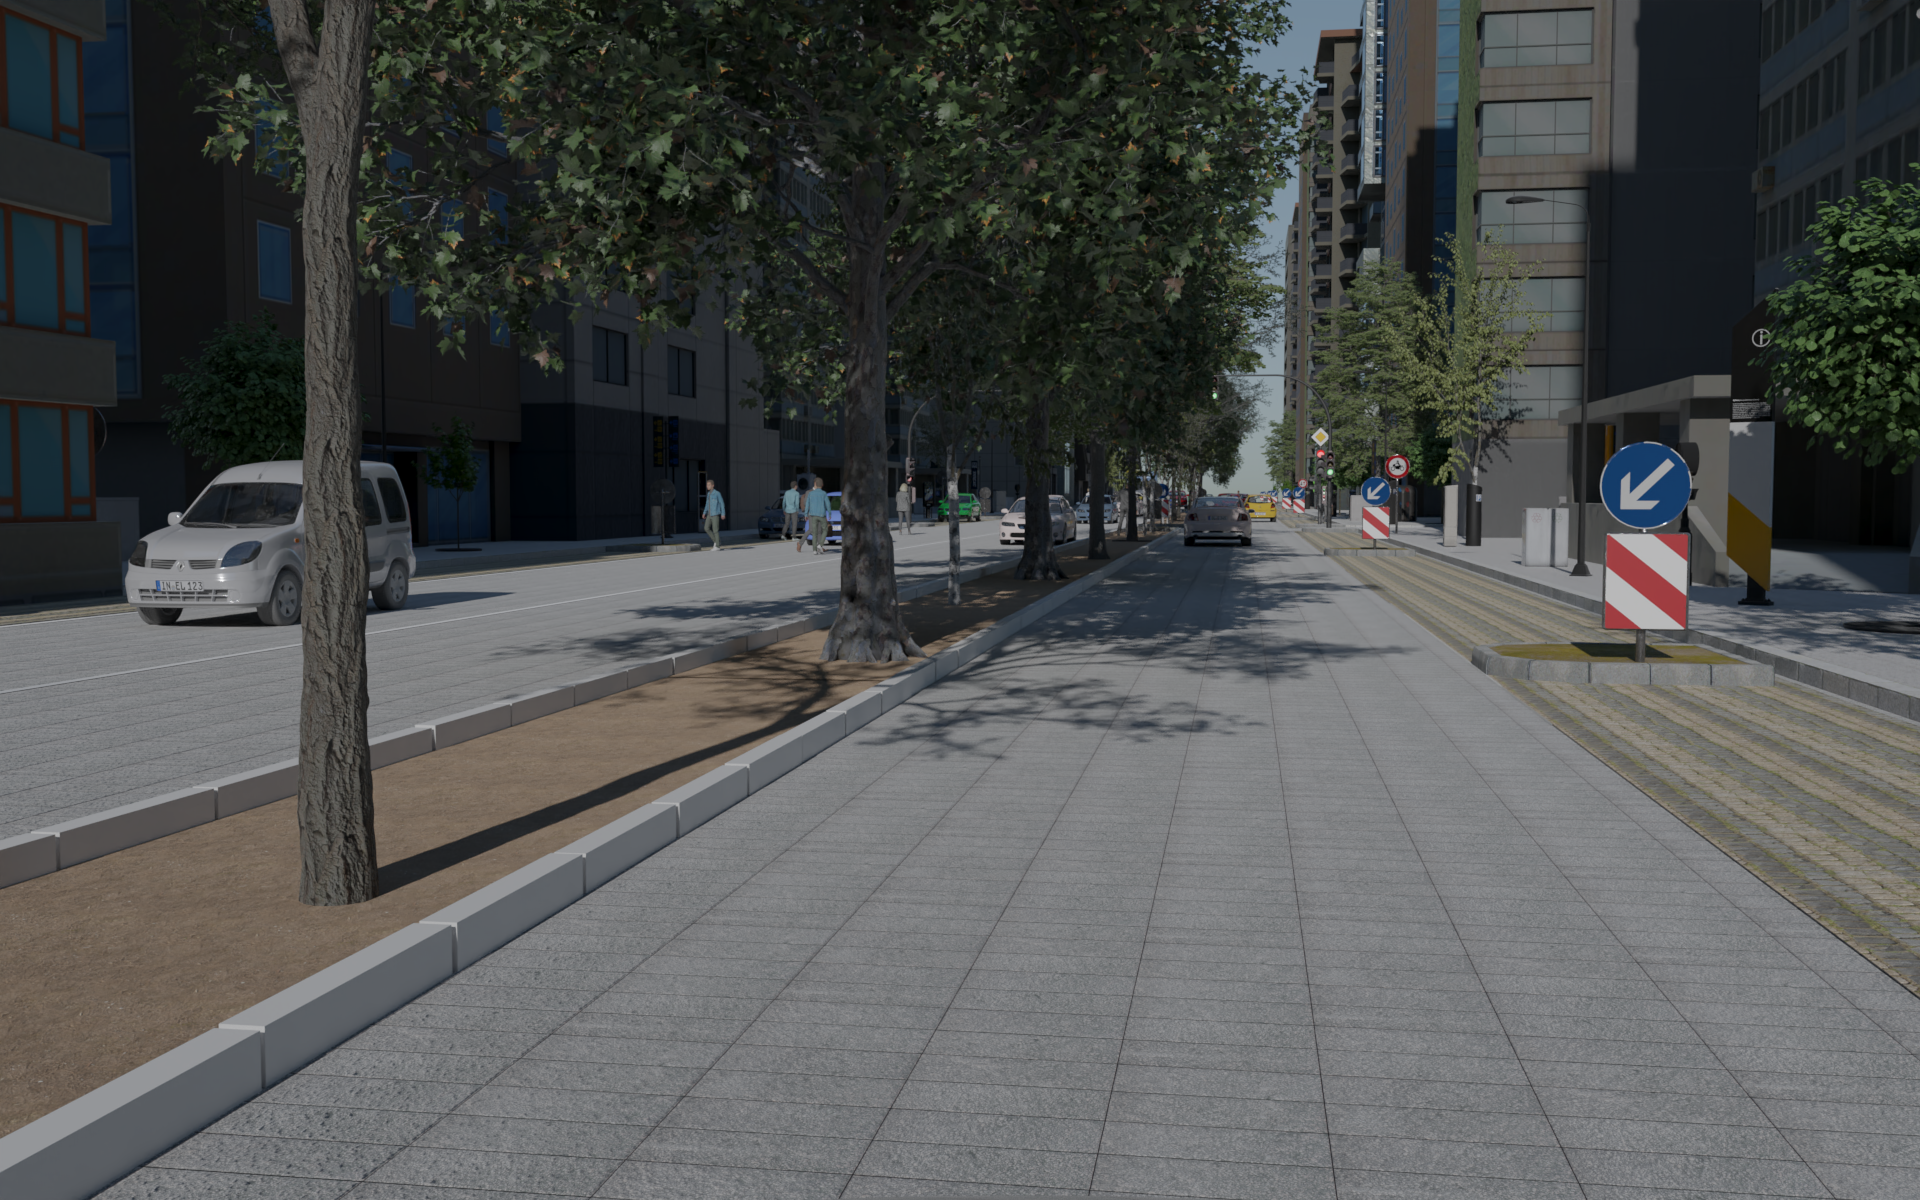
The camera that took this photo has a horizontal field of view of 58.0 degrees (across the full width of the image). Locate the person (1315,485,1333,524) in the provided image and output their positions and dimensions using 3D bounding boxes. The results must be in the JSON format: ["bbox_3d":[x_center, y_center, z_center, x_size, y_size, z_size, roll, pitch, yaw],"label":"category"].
[{"bbox_3d":[16.079,-4.153,76.528,0.709,1.813,0.853,-1,4,-17],"label":"person"}]

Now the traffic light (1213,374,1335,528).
[{"bbox_3d":[11.858,-5.564,65.633,4.771,5.953,1.251,1,4,9],"label":"traffic light"}]

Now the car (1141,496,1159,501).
[{"bbox_3d":[14.411,-7.378,130.423,2.009,1.686,4.222,1,4,11],"label":"car"}]

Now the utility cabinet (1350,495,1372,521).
[{"bbox_3d":[19.214,-4.391,82.948,1.020,1.237,0.306,0,4,2],"label":"utility cabinet"}]

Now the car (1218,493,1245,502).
[{"bbox_3d":[16.658,-6.020,107.460,2.155,1.783,4.494,0,4,8],"label":"car"}]

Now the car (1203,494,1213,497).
[{"bbox_3d":[43.470,-17.890,302.286,2.009,1.686,4.222,1,4,10],"label":"car"}]

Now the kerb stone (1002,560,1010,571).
[{"bbox_3d":[0.752,-0.619,32.341,0.120,0.150,1.000,1,4,9],"label":"kerb stone"}]

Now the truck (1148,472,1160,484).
[{"bbox_3d":[23.088,-13.460,209.829,2.967,4.110,18.799,1,4,9],"label":"truck"}]

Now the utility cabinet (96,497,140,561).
[{"bbox_3d":[-16.166,-1.335,32.986,0.306,1.237,1.020,2,4,28],"label":"utility cabinet"}]

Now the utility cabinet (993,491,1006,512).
[{"bbox_3d":[2.793,-6.971,122.657,0.318,1.500,1.173,3,4,37],"label":"utility cabinet"}]

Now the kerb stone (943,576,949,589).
[{"bbox_3d":[-0.251,-0.250,26.282,0.120,0.150,1.000,1,4,9],"label":"kerb stone"}]

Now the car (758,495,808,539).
[{"bbox_3d":[-5.255,-2.720,56.472,2.014,1.417,4.499,1,4,9],"label":"car"}]

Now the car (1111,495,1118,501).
[{"bbox_3d":[17.313,-11.095,193.982,1.945,1.354,3.894,1,4,9],"label":"car"}]

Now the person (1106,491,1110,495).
[{"bbox_3d":[16.079,-10.945,188.129,1.217,1.739,0.721,0,4,-5],"label":"person"}]

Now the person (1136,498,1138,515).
[{"bbox_3d":[10.533,-5.580,104.754,0.505,1.210,0.382,3,5,44],"label":"person"}]

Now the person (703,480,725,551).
[{"bbox_3d":[-6.181,-2.125,43.591,0.444,1.785,0.601,-3,5,-41],"label":"person"}]

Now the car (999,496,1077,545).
[{"bbox_3d":[2.303,-2.315,50.207,2.083,1.381,4.827,1,4,10],"label":"car"}]

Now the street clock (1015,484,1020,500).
[{"bbox_3d":[4.198,-7.468,126.678,0.358,2.002,0.471,2,4,30],"label":"street clock"}]

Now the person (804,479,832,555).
[{"bbox_3d":[-3.350,-1.961,40.902,0.601,1.785,0.444,1,4,13],"label":"person"}]

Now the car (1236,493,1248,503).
[{"bbox_3d":[19.389,-6.802,120.252,2.155,1.783,4.494,1,4,9],"label":"car"}]

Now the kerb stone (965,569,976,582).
[{"bbox_3d":[0.082,-0.373,28.299,0.120,0.150,1.000,1,4,9],"label":"kerb stone"}]

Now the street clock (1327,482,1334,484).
[{"bbox_3d":[21.535,-5.878,100.668,0.471,2.002,0.358,-3,5,-41],"label":"street clock"}]

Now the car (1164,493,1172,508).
[{"bbox_3d":[18.041,-8.742,152.524,1.945,1.707,3.694,1,4,9],"label":"car"}]

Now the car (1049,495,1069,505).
[{"bbox_3d":[5.386,-5.504,102.347,2.083,1.381,4.827,1,4,10],"label":"car"}]

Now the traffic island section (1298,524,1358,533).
[{"bbox_3d":[13.975,-2.646,65.545,2.009,0.180,2.903,1,4,9],"label":"traffic island section"}]

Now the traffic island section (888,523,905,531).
[{"bbox_3d":[-3.534,-2.821,68.403,2.009,0.180,2.903,1,4,9],"label":"traffic island section"}]

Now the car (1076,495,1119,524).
[{"bbox_3d":[6.723,-4.430,84.436,2.014,1.417,4.499,1,4,10],"label":"car"}]

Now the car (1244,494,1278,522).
[{"bbox_3d":[15.424,-4.843,89.411,2.015,1.641,3.980,0,4,8],"label":"car"}]

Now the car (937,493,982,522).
[{"bbox_3d":[-0.008,-4.904,88.984,1.959,1.807,4.718,1,4,9],"label":"car"}]

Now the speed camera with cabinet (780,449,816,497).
[{"bbox_3d":[-7.408,-5.057,77.018,2.038,3.252,0.660,2,4,28],"label":"speed camera with cabinet"}]

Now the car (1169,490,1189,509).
[{"bbox_3d":[20.489,-9.467,163.452,2.281,1.827,5.304,1,4,9],"label":"car"}]

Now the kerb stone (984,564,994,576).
[{"bbox_3d":[0.413,-0.497,30.324,0.120,0.150,1.000,1,4,9],"label":"kerb stone"}]

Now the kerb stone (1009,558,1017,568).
[{"bbox_3d":[0.918,-0.678,33.354,0.120,0.150,1.000,1,4,9],"label":"kerb stone"}]

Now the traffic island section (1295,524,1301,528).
[{"bbox_3d":[15.264,-3.128,73.425,2.009,0.180,2.903,1,4,9],"label":"traffic island section"}]

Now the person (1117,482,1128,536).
[{"bbox_3d":[5.661,-3.113,59.207,0.655,1.846,0.447,2,4,30],"label":"person"}]

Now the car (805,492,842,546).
[{"bbox_3d":[-3.240,-2.424,49.230,1.945,1.707,3.694,1,4,9],"label":"car"}]

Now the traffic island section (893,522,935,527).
[{"bbox_3d":[-2.245,-3.303,76.284,2.009,0.180,2.903,1,4,9],"label":"traffic island section"}]

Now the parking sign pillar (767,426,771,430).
[{"bbox_3d":[-7.841,-4.892,68.451,1.447,3.967,1.447,1,4,12],"label":"parking sign pillar"}]

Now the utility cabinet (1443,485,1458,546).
[{"bbox_3d":[12.039,-2.073,42.567,0.318,1.500,1.173,1,4,14],"label":"utility cabinet"}]

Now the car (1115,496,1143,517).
[{"bbox_3d":[10.594,-5.947,109.594,2.083,1.381,4.827,1,4,11],"label":"car"}]

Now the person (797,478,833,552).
[{"bbox_3d":[-3.575,-2.082,42.499,0.822,1.834,0.622,2,4,27],"label":"person"}]

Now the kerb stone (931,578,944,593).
[{"bbox_3d":[-0.414,-0.188,25.272,0.120,0.150,1.000,1,4,9],"label":"kerb stone"}]

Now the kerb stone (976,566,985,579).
[{"bbox_3d":[0.249,-0.435,29.307,0.120,0.150,1.000,1,4,9],"label":"kerb stone"}]

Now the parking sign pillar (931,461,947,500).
[{"bbox_3d":[-1.479,-9.487,143.583,1.447,3.967,1.447,2,4,31],"label":"parking sign pillar"}]

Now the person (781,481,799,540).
[{"bbox_3d":[-5.216,-2.730,53.161,0.660,1.820,0.620,2,4,28],"label":"person"}]

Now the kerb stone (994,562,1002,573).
[{"bbox_3d":[0.591,-0.557,31.332,0.120,0.150,1.000,1,4,9],"label":"kerb stone"}]

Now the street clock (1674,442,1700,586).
[{"bbox_3d":[10.150,-1.203,24.247,0.358,2.002,0.471,0,4,8],"label":"street clock"}]

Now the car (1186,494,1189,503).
[{"bbox_3d":[24.267,-11.052,189.499,1.959,1.807,4.718,1,4,9],"label":"car"}]

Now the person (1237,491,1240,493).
[{"bbox_3d":[31.288,-11.402,194.864,0.705,1.831,1.348,0,4,4],"label":"person"}]

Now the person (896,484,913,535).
[{"bbox_3d":[-1.971,-3.172,60.542,0.537,1.800,0.526,2,4,32],"label":"person"}]

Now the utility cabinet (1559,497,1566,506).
[{"bbox_3d":[15.296,-1.937,42.824,1.020,1.237,0.306,-2,4,-25],"label":"utility cabinet"}]

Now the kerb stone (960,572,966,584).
[{"bbox_3d":[-0.082,-0.312,27.290,0.120,0.150,1.000,1,4,9],"label":"kerb stone"}]

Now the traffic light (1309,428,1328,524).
[{"bbox_3d":[15.226,-5.162,73.318,0.839,4.253,0.868,1,4,9],"label":"traffic light"}]

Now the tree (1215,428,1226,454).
[{"bbox_3d":[16.023,-10.057,117.255,4.737,8.622,4.395,0,3,0],"label":"tree"}]

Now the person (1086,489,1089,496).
[{"bbox_3d":[8.453,-6.395,113.291,0.478,1.798,0.641,1,4,23],"label":"person"}]

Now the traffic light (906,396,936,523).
[{"bbox_3d":[-0.128,-6.188,75.840,4.771,5.953,1.251,1,4,9],"label":"traffic light"}]

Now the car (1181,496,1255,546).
[{"bbox_3d":[7.292,-2.238,48.958,2.083,1.381,4.827,1,4,9],"label":"car"}]
